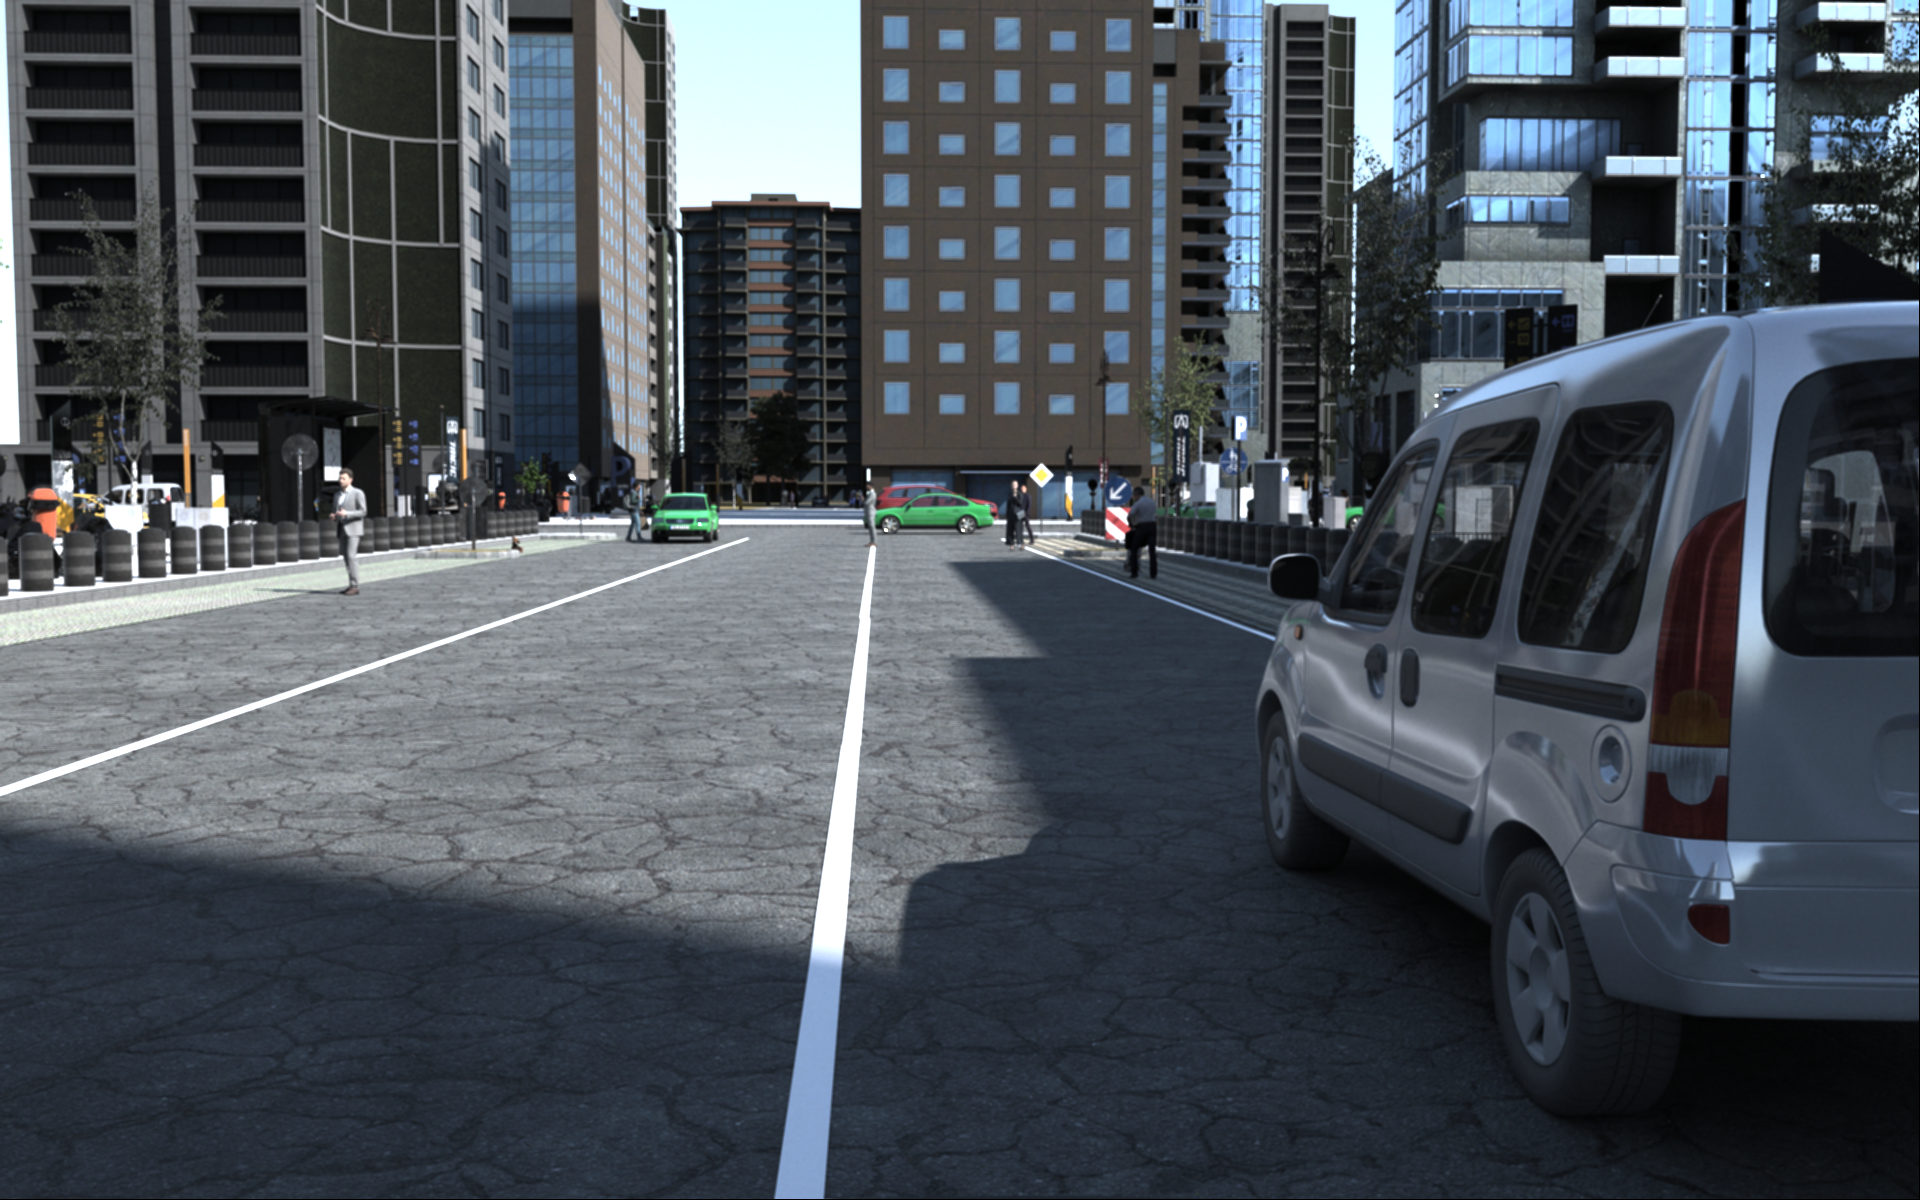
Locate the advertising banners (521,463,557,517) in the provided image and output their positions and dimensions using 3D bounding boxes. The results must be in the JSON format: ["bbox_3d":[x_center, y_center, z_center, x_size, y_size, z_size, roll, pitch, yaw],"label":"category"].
[{"bbox_3d":[-23.786,-6.217,97.833,2.074,3.025,0.090,0,4,4],"label":"advertising banners"}]

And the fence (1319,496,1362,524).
[{"bbox_3d":[16.560,-3.940,75.628,2.264,1.192,0.480,-1,4,-14],"label":"fence"}]

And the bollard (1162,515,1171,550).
[{"bbox_3d":[4.968,-1.554,40.122,0.404,0.777,0.398,0,3,0],"label":"bollard"}]

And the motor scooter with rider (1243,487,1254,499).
[{"bbox_3d":[12.237,-3.910,72.893,1.986,1.779,0.876,0,4,-3],"label":"motor scooter with rider"}]

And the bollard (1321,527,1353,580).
[{"bbox_3d":[5.639,-0.671,25.680,0.404,0.777,0.398,0,3,0],"label":"bollard"}]

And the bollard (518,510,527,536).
[{"bbox_3d":[-13.594,-2.343,53.029,0.404,0.777,0.398,0,3,0],"label":"bollard"}]

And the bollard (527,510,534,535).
[{"bbox_3d":[-13.652,-2.417,54.242,0.404,0.777,0.398,0,3,0],"label":"bollard"}]

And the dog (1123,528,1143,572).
[{"bbox_3d":[3.076,-0.913,31.764,0.800,0.831,0.513,-2,4,-31],"label":"dog"}]

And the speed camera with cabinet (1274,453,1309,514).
[{"bbox_3d":[15.731,-5.391,82.472,2.038,3.252,0.660,1,4,22],"label":"speed camera with cabinet"}]

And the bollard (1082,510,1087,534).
[{"bbox_3d":[4.243,-2.510,55.747,0.404,0.777,0.398,0,3,0],"label":"bollard"}]

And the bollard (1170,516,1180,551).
[{"bbox_3d":[5.020,-1.480,38.921,0.404,0.777,0.398,0,3,0],"label":"bollard"}]

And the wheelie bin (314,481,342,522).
[{"bbox_3d":[-14.583,-1.988,40.413,0.980,1.594,0.693,-1,4,-9],"label":"wheelie bin"}]

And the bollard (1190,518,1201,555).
[{"bbox_3d":[5.135,-1.333,36.507,0.404,0.777,0.398,0,3,0],"label":"bollard"}]

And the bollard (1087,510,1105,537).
[{"bbox_3d":[4.295,-2.436,54.547,0.404,0.777,0.398,0,3,0],"label":"bollard"}]

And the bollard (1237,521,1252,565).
[{"bbox_3d":[5.361,-1.038,31.685,0.404,0.777,0.398,0,3,0],"label":"bollard"}]

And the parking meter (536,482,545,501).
[{"bbox_3d":[-20.637,-4.861,85.184,0.399,1.863,0.255,2,4,25],"label":"parking meter"}]

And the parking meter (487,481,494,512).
[{"bbox_3d":[-20.683,-4.317,76.292,0.255,1.863,0.399,0,4,-7],"label":"parking meter"}]

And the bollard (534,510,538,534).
[{"bbox_3d":[-13.708,-2.491,55.444,0.404,0.777,0.398,0,3,0],"label":"bollard"}]

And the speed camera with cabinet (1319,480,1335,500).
[{"bbox_3d":[23.326,-7.080,110.089,2.038,3.252,0.660,0,4,-1],"label":"speed camera with cabinet"}]

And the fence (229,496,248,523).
[{"bbox_3d":[-32.010,-4.000,76.601,0.480,1.192,2.264,-3,4,-38],"label":"fence"}]

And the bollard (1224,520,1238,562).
[{"bbox_3d":[5.305,-1.111,32.886,0.404,0.777,0.398,0,3,0],"label":"bollard"}]

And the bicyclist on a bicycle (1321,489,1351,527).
[{"bbox_3d":[14.313,-3.353,64.843,1.625,1.676,1.499,0,4,-2],"label":"bicyclist on a bicycle"}]

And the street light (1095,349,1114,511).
[{"bbox_3d":[4.616,-5.057,55.462,0.468,5.910,1.993,0,4,-3],"label":"street light"}]

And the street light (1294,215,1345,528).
[{"bbox_3d":[5.990,-3.440,29.024,0.468,5.910,1.993,0,4,-3],"label":"street light"}]

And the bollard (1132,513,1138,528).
[{"bbox_3d":[4.742,-1.847,44.923,0.404,0.777,0.398,0,3,0],"label":"bollard"}]

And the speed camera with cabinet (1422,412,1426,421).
[{"bbox_3d":[11.837,-2.917,42.035,2.038,3.252,0.660,0,4,-6],"label":"speed camera with cabinet"}]

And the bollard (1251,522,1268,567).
[{"bbox_3d":[5.415,-0.964,30.481,0.404,0.777,0.398,0,3,0],"label":"bollard"}]

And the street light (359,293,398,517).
[{"bbox_3d":[-13.378,-4.109,39.965,0.468,5.910,1.993,0,4,-3],"label":"street light"}]

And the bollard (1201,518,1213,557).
[{"bbox_3d":[5.192,-1.259,35.298,0.404,0.777,0.398,0,3,0],"label":"bollard"}]

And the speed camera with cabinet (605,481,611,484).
[{"bbox_3d":[-24.395,-7.849,122.658,0.660,3.252,2.038,1,4,19],"label":"speed camera with cabinet"}]

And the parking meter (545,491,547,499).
[{"bbox_3d":[-30.647,-7.319,128.069,0.372,1.533,0.369,0,3,0],"label":"parking meter"}]

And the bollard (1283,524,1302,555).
[{"bbox_3d":[5.529,-0.817,28.080,0.404,0.777,0.398,0,3,0],"label":"bollard"}]

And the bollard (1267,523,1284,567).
[{"bbox_3d":[5.474,-0.891,29.281,0.404,0.777,0.398,0,3,0],"label":"bollard"}]

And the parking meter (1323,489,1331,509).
[{"bbox_3d":[17.903,-4.658,84.571,0.372,1.533,0.369,0,3,0],"label":"parking meter"}]

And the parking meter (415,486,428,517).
[{"bbox_3d":[-16.403,-2.713,52.766,0.372,1.533,0.369,0,3,0],"label":"parking meter"}]

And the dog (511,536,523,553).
[{"bbox_3d":[-10.897,-1.350,42.267,0.550,0.427,0.748,1,4,11],"label":"dog"}]

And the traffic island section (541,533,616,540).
[{"bbox_3d":[-12.124,-2.021,55.320,2.009,0.180,2.903,0,4,-3],"label":"traffic island section"}]

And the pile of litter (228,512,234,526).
[{"bbox_3d":[-19.503,-1.941,45.709,1.719,0.858,1.176,-1,4,-22],"label":"pile of litter"}]

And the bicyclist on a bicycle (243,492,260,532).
[{"bbox_3d":[-26.206,-3.376,65.220,1.625,1.676,1.499,0,4,-3],"label":"bicyclist on a bicycle"}]

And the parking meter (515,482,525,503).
[{"bbox_3d":[-20.665,-4.627,81.355,0.399,1.863,0.255,1,4,9],"label":"parking meter"}]

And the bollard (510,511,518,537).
[{"bbox_3d":[-13.534,-2.269,51.816,0.404,0.777,0.398,0,3,0],"label":"bollard"}]

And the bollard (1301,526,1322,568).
[{"bbox_3d":[5.585,-0.744,26.880,0.404,0.777,0.398,0,3,0],"label":"bollard"}]

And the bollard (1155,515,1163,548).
[{"bbox_3d":[4.912,-1.627,41.322,0.404,0.777,0.398,0,3,0],"label":"bollard"}]

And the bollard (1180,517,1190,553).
[{"bbox_3d":[5.076,-1.406,37.707,0.404,0.777,0.398,0,3,0],"label":"bollard"}]

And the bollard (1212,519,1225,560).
[{"bbox_3d":[5.250,-1.185,34.088,0.404,0.777,0.398,0,3,0],"label":"bollard"}]

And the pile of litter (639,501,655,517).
[{"bbox_3d":[-17.710,-5.196,98.920,1.719,0.858,1.176,1,4,10],"label":"pile of litter"}]

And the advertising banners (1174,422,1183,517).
[{"bbox_3d":[5.416,-2.859,42.933,0.090,3.025,2.074,0,4,4],"label":"advertising banners"}]

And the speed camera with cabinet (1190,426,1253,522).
[{"bbox_3d":[7.513,-3.390,49.758,0.660,3.252,2.038,-3,4,-36],"label":"speed camera with cabinet"}]

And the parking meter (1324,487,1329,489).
[{"bbox_3d":[29.736,-8.244,140.507,0.399,1.863,0.255,-1,4,-17],"label":"parking meter"}]

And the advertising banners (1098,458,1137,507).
[{"bbox_3d":[7.641,-5.311,83.020,2.074,3.025,0.090,0,4,4],"label":"advertising banners"}]

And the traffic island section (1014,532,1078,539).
[{"bbox_3d":[2.652,-2.062,56.002,2.009,0.180,2.903,0,4,-3],"label":"traffic island section"}]
